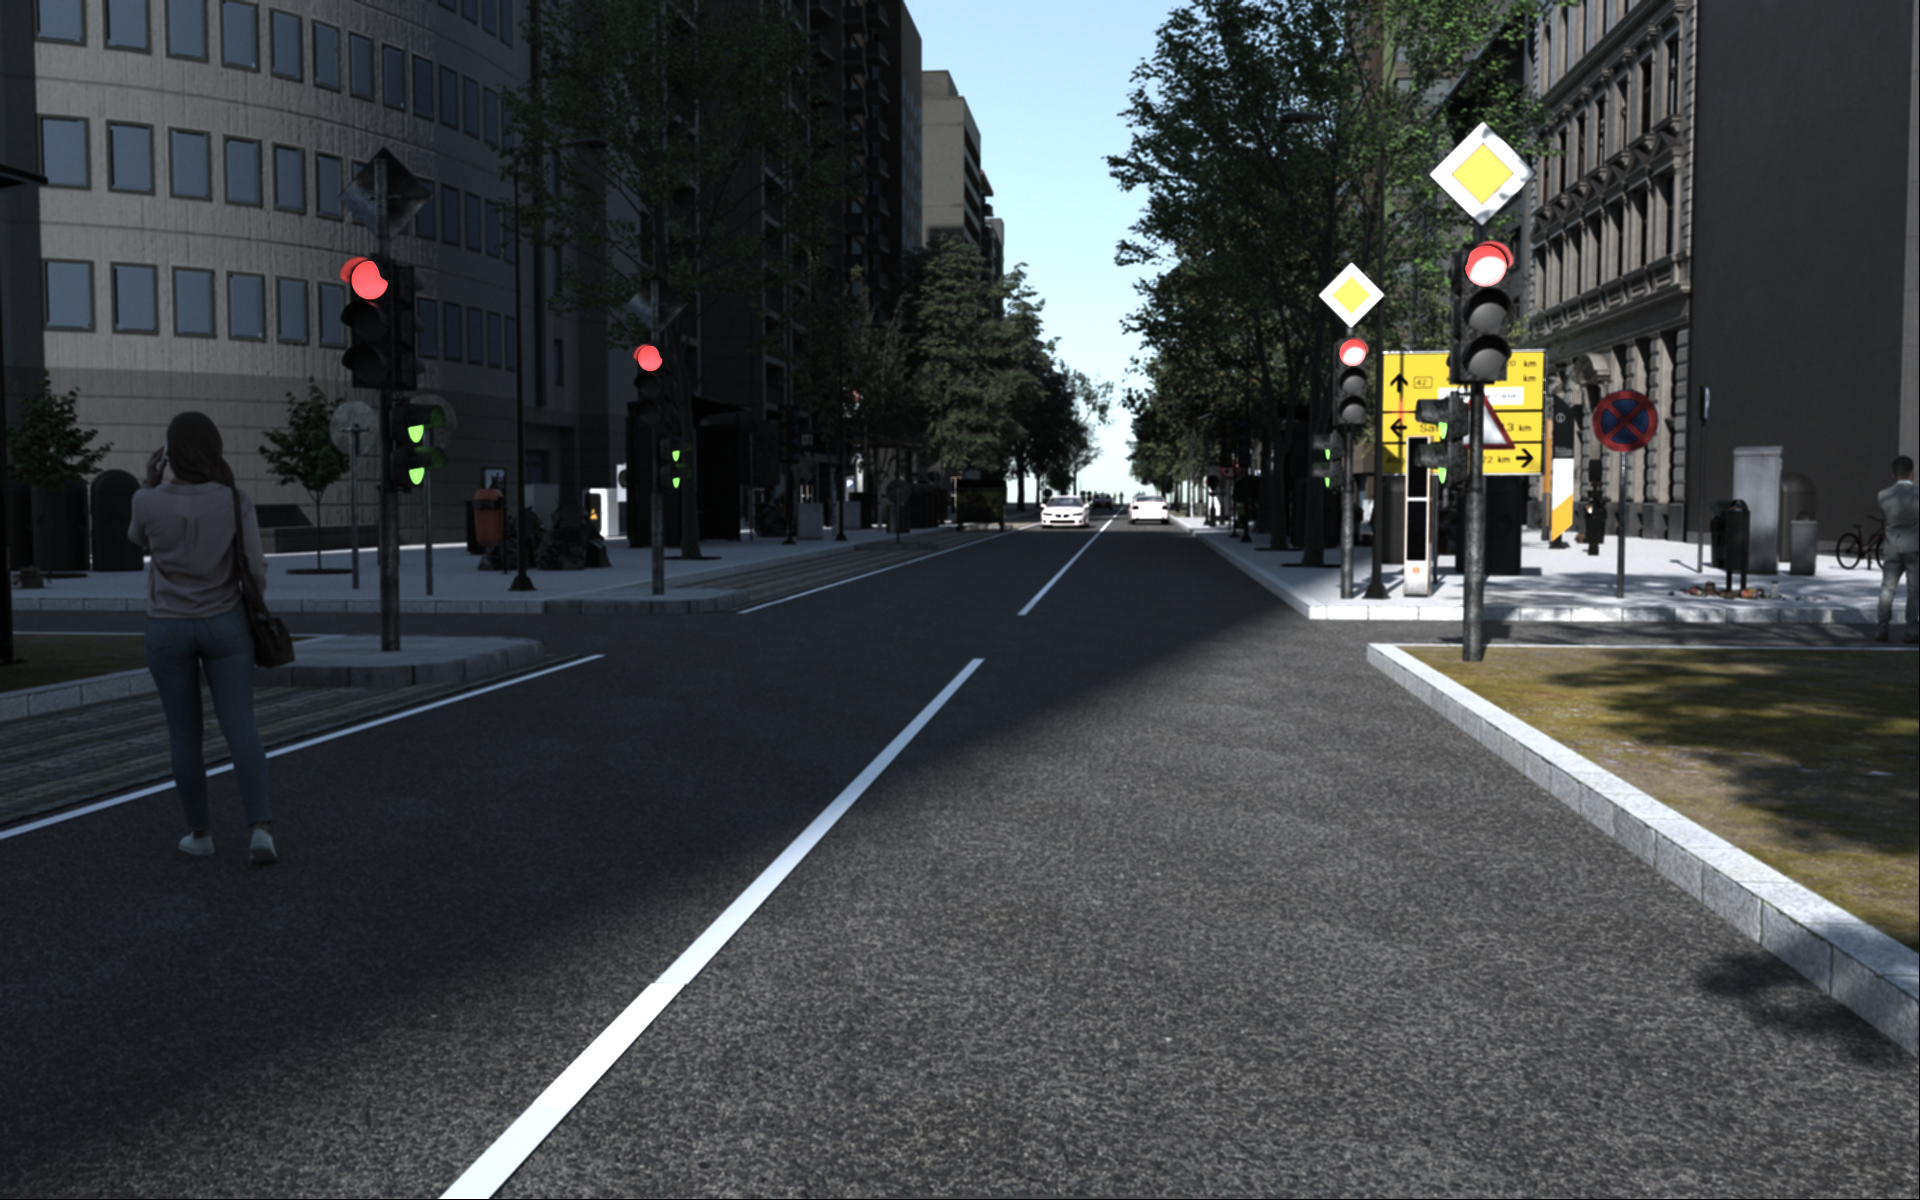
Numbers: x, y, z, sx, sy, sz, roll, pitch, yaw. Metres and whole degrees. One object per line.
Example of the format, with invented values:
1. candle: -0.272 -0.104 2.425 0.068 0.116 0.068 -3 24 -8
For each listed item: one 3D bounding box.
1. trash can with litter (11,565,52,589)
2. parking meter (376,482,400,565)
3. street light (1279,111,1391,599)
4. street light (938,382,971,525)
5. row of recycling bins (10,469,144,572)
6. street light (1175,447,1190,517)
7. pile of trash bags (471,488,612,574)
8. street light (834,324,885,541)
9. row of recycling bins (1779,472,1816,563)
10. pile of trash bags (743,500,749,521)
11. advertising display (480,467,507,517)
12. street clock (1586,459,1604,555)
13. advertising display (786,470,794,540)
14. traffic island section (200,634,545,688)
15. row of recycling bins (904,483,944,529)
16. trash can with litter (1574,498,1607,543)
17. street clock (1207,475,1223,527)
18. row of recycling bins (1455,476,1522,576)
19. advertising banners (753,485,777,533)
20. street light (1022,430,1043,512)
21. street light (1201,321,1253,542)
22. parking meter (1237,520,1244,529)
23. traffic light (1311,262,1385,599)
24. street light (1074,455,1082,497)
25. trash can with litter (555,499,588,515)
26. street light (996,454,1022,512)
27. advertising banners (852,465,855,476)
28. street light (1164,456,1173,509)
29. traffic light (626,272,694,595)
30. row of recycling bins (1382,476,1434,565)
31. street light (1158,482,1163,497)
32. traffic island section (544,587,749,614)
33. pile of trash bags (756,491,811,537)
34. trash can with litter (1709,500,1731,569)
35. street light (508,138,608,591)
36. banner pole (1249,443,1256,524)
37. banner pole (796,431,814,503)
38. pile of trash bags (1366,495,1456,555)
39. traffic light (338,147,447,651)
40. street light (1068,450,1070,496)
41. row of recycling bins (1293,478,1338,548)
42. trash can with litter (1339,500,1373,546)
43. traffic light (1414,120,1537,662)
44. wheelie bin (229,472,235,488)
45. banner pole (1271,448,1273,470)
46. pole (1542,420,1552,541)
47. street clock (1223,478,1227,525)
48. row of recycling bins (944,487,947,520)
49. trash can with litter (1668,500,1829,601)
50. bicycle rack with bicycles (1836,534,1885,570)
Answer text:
1. trash can with litter: -12.961 -0.740 23.494 1.055 1.170 0.624 -3 4 -39
2. parking meter: -10.329 -1.398 31.273 0.372 1.533 0.369 0 3 0
3. street light: 4.578 -2.974 21.161 1.470 5.913 1.316 0 4 6
4. street light: -0.223 -6.087 72.066 1.470 5.913 1.316 0 4 6
5. row of recycling bins: -15.434 -1.343 29.074 3.534 1.692 1.069 0 4 7
6. street light: 9.611 -6.022 71.006 1.470 5.913 1.316 0 4 6
7. pile of trash bags: -7.274 -1.189 29.191 1.912 1.369 3.447 1 4 10
8. street light: -2.733 -4.580 47.419 1.470 5.913 1.316 0 4 6
9. row of recycling bins: 16.049 -1.646 34.031 1.069 1.692 3.534 1 4 18
10. pile of trash bags: -9.099 -4.064 76.199 3.447 1.369 1.912 1 4 20
11. advertising display: -11.314 -2.252 42.029 0.123 1.923 0.974 1 4 16
12. street clock: 13.288 -1.938 36.264 0.358 2.002 0.471 2 4 26
13. advertising display: -4.544 -2.506 46.189 0.123 1.923 0.974 -1 4 -10
14. traffic island section: -4.684 0.494 14.201 2.009 0.180 2.903 0 4 6
15. row of recycling bins: -1.503 -3.588 65.773 1.069 1.692 3.534 1 4 9
16. trash can with litter: 16.325 -2.055 44.986 0.624 1.170 1.055 -1 4 -11
17. street clock: 9.816 -3.832 67.228 0.358 2.002 0.471 -2 4 -26
18. row of recycling bins: 8.743 -1.324 28.760 1.069 1.692 3.534 1 4 15
19. advertising banners: -6.523 -3.804 58.377 0.090 3.025 2.074 1 4 17
20. street light: 5.115 -9.314 124.823 1.470 5.913 1.316 0 4 6
21. street light: 7.076 -4.491 45.962 1.470 5.913 1.316 0 4 6
22. parking meter: 10.410 -3.600 64.573 0.255 1.863 0.399 3 4 38
23. traffic light: 4.731 -1.972 21.156 0.839 4.253 0.868 0 4 6
24. street light: 13.431 -14.263 205.736 1.470 5.913 1.316 0 4 6
25. trash can with litter: -8.534 -1.588 37.350 0.624 1.170 1.055 1 4 23
26. street light: 2.669 -7.793 99.964 1.470 5.913 1.316 0 4 6
27. advertising banners: -5.020 -6.030 94.778 2.074 3.025 0.090 -2 4 -30
28. street light: 12.428 -7.691 98.293 1.470 5.913 1.316 0 4 6
29. traffic light: -3.838 -2.024 22.007 0.839 4.253 0.868 0 4 6
30. row of recycling bins: 8.545 -1.590 33.115 1.069 1.692 3.534 1 4 15
31. street light: 14.910 -9.195 122.881 1.470 5.913 1.316 0 4 6
32. traffic island section: -3.877 0.008 22.146 2.009 0.180 2.903 0 4 6
33. pile of trash bags: -5.302 -2.650 53.086 1.912 1.369 3.447 0 4 -7
34. trash can with litter: 13.344 -1.128 29.832 0.624 1.170 1.055 0 4 1
35. street light: -5.290 -3.075 22.814 1.470 5.913 1.316 0 4 6
36. banner pole: 12.450 -5.147 74.165 0.401 3.779 0.863 -2 4 -33
37. banner pole: -5.496 -4.321 60.664 0.863 3.779 0.401 1 4 11
38. pile of trash bags: 9.879 -1.706 37.649 1.912 1.369 3.447 0 4 6
39. traffic light: -4.645 -1.538 14.063 0.839 4.253 0.868 0 4 6
40. street light: 10.826 -12.767 181.282 1.470 5.913 1.316 0 4 6
41. row of recycling bins: 8.661 -2.166 42.527 1.069 1.692 3.534 0 4 8
42. trash can with litter: 9.898 -1.920 42.782 1.055 1.170 0.624 3 5 41
43. traffic light: 3.924 -1.486 13.212 0.839 4.253 0.868 0 4 6
44. wheelie bin: -10.219 -0.953 23.490 0.980 1.594 0.693 -2 4 -33
45. banner pole: 14.553 -5.580 81.249 0.863 3.779 0.401 -1 4 -8
46. pole: 16.097 -3.282 47.497 0.158 3.312 0.155 0 3 0
47. street clock: 10.987 -4.156 72.522 0.358 2.002 0.471 1 4 17
48. row of recycling bins: -1.152 -4.883 86.948 1.069 1.692 3.534 0 4 4
49. trash can with litter: 9.801 -0.664 21.908 1.678 1.210 2.233 0 4 5
50. bicycle rack with bicycles: 16.197 -0.911 28.284 2.852 0.926 2.925 0 4 -3
